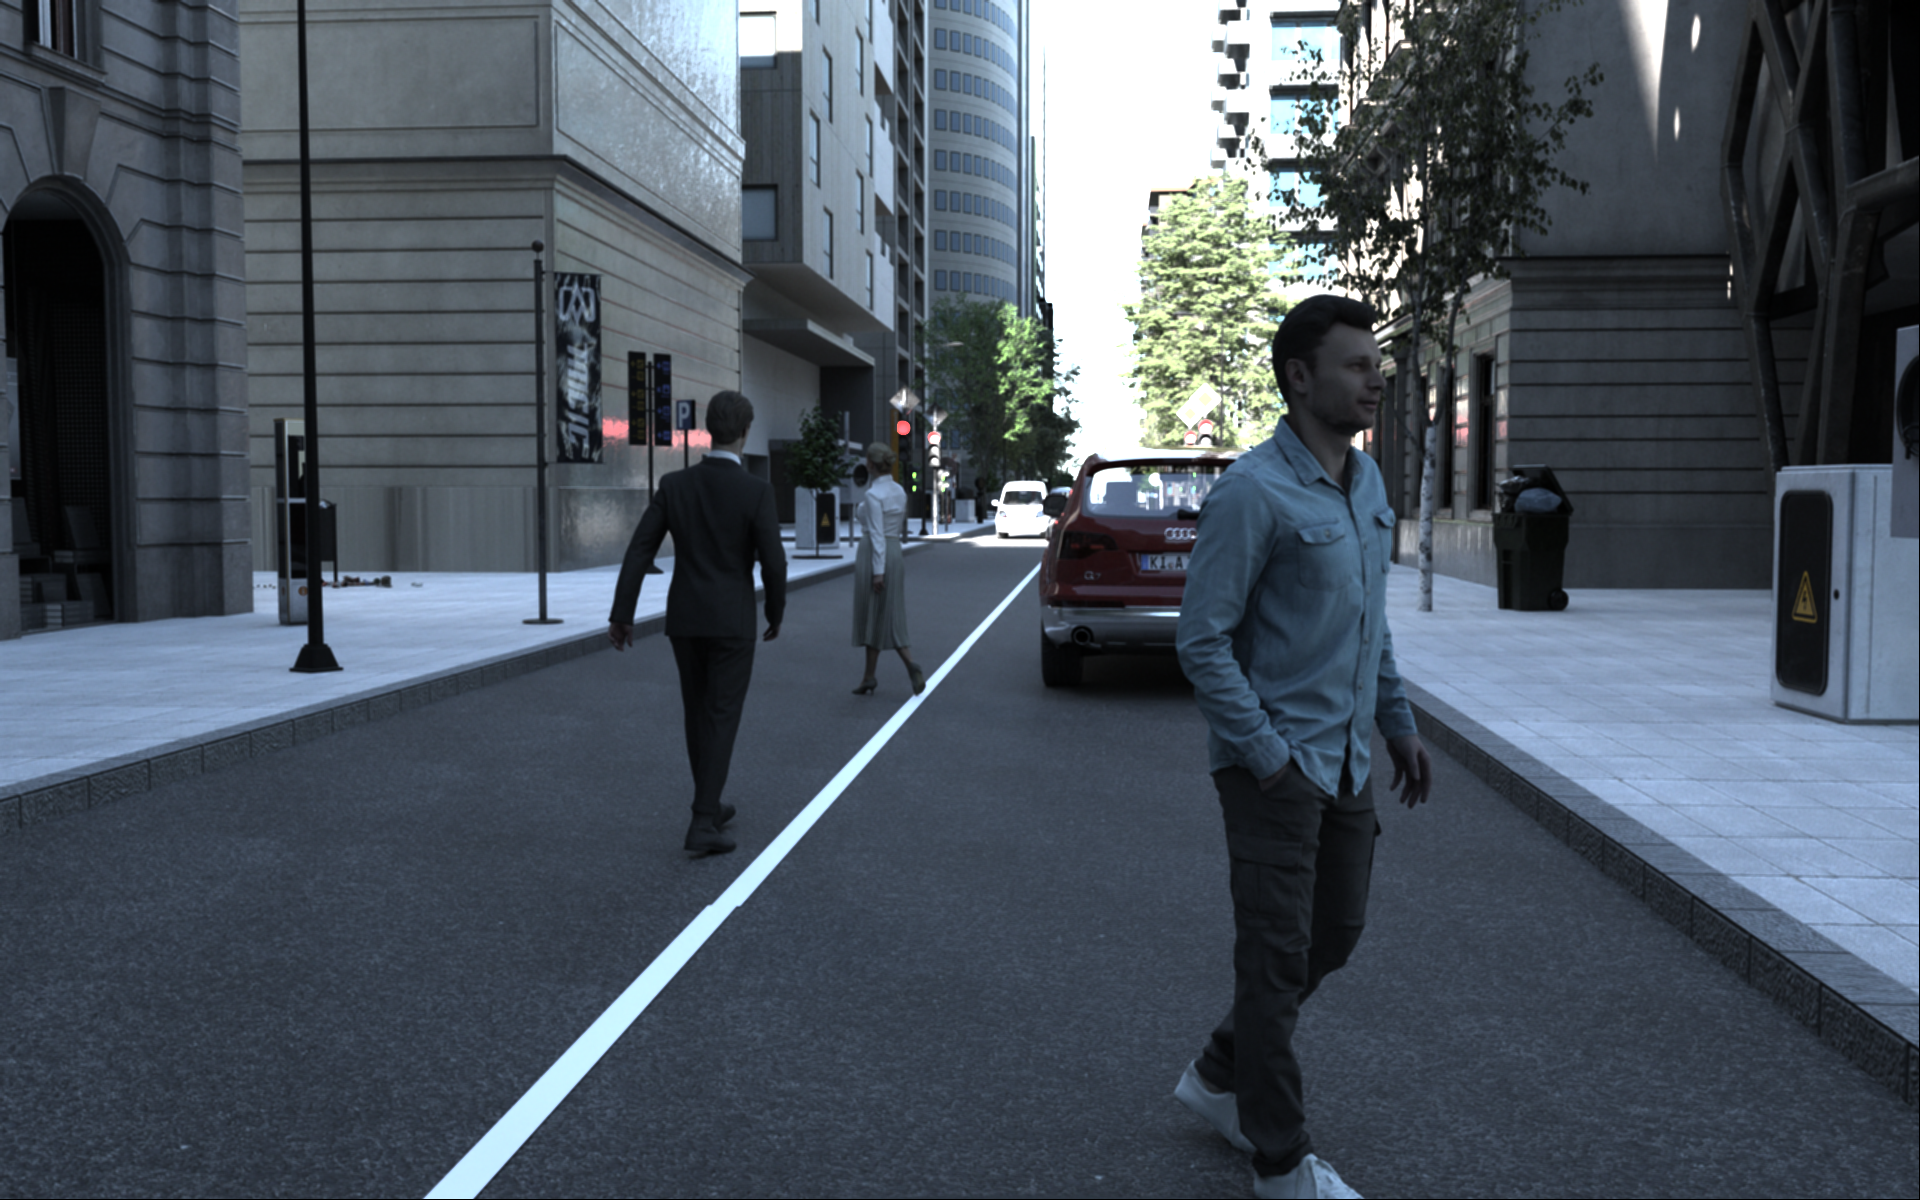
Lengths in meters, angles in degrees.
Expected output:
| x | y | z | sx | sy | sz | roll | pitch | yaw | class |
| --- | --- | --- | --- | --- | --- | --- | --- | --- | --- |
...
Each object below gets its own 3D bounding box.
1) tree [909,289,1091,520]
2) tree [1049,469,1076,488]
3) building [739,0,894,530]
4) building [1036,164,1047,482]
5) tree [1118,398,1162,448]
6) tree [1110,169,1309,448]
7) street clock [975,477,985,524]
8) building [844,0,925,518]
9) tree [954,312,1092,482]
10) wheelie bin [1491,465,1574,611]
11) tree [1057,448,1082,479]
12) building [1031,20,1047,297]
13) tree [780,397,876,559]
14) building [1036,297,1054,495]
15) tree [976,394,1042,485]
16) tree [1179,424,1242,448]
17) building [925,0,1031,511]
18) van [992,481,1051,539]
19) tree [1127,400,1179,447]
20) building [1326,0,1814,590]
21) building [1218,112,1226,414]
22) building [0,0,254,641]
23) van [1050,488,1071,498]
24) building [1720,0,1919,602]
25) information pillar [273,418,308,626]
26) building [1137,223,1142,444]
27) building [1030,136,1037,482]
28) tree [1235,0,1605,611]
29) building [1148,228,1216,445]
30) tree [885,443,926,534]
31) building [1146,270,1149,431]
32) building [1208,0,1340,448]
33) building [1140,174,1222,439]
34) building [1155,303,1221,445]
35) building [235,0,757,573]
| x | y | z | sx | sy | sz | roll | pitch | yaw | class |
| --- | --- | --- | --- | --- | --- | --- | --- | --- | --- |
| 1.214 | -9.894 | 87.518 | 9.928 | 11.665 | 9.643 | 0 | 3 | 0 | tree |
| 14.938 | -15.861 | 243.039 | 4.285 | 4.588 | 4.351 | 0 | 3 | 0 | tree |
| -17.258 | -29.291 | 68.148 | 28.713 | 52.752 | 27.495 | 0 | 4 | 5 | building |
| -0.593 | -37.265 | 228.885 | 23.786 | 49.044 | 30.456 | 0 | 4 | 5 | building |
| 14.189 | -11.127 | 132.290 | 4.737 | 8.622 | 4.395 | 0 | 3 | 0 | tree |
| 8.783 | -8.764 | 61.418 | 7.486 | 12.596 | 7.792 | 0 | 3 | 0 | tree |
| 0.877 | -4.339 | 75.508 | 0.358 | 2.002 | 0.471 | 3 | 5 | 41 | street clock |
| -10.513 | -40.611 | 102.241 | 20.563 | 71.187 | 20.611 | 0 | 4 | 5 | building |
| 4.087 | -13.108 | 120.978 | 9.857 | 13.997 | 8.962 | 0 | 3 | 0 | tree |
| 6.316 | -0.688 | 19.152 | 0.693 | 1.594 | 0.980 | -1 | 4 | -17 | wheelie bin |
| 17.303 | -21.539 | 286.574 | 8.767 | 10.594 | 7.601 | -1 | 4 | -19 | tree |
| 5.135 | -50.755 | 268.098 | 20.563 | 71.187 | 20.611 | 0 | 4 | 5 | building |
| -2.732 | -2.447 | 34.613 | 1.663 | 3.219 | 1.824 | 0 | 3 | 0 | tree |
| 6.405 | -29.326 | 251.180 | 14.160 | 30.474 | 14.107 | 0 | 4 | 5 | building |
| 3.257 | -9.934 | 112.785 | 4.737 | 8.622 | 4.395 | 0 | 3 | 0 | tree |
| 10.085 | -5.369 | 71.492 | 4.285 | 4.588 | 4.351 | 0 | 3 | 0 | tree |
| -4.140 | -38.458 | 170.791 | 21.231 | 58.520 | 28.212 | 0 | 4 | 5 | building |
| 2.085 | -3.018 | 56.348 | 2.013 | 2.044 | 4.112 | 0 | 4 | 5 | van |
| 13.726 | -10.319 | 119.070 | 4.360 | 8.622 | 3.978 | 0 | 3 | 0 | tree |
| 12.762 | -10.212 | 31.595 | 10.561 | 19.102 | 19.286 | 0 | 4 | 5 | building |
| 34.286 | -27.558 | 142.450 | 32.217 | 40.220 | 23.993 | 0 | 4 | 5 | building |
| -14.488 | -10.114 | 7.164 | 13.314 | 21.916 | 24.055 | 0 | 4 | 5 | building |
| 6.397 | -6.294 | 109.918 | 2.013 | 2.044 | 4.112 | 0 | 4 | 5 | van |
| 15.598 | -8.920 | 13.287 | 16.820 | 18.784 | 16.811 | 0 | 4 | 5 | building |
| -6.501 | -0.763 | 16.975 | 0.304 | 2.012 | 0.304 | -3 | 5 | -39 | information pillar |
| 38.962 | -37.645 | 270.111 | 22.147 | 44.769 | 28.867 | 0 | 4 | 5 | building |
| 1.186 | -31.130 | 192.562 | 14.154 | 41.232 | 14.086 | 0 | 4 | 5 | building |
| 5.104 | -4.197 | 18.981 | 4.360 | 8.622 | 3.978 | 0 | 3 | 0 | tree |
| 28.525 | -25.730 | 192.393 | 14.160 | 30.474 | 14.107 | 0 | 4 | 5 | building |
| -2.167 | -3.774 | 56.303 | 1.663 | 3.219 | 1.824 | 0 | 3 | 0 | tree |
| 30.709 | -27.408 | 219.814 | 14.160 | 30.474 | 14.107 | 0 | 4 | 5 | building |
| 25.535 | -29.156 | 96.311 | 23.786 | 49.044 | 30.456 | 0 | 4 | 5 | building |
| 36.982 | -35.849 | 240.759 | 22.147 | 44.769 | 28.867 | 0 | 4 | 5 | building |
| 33.537 | -19.918 | 170.703 | 27.650 | 21.520 | 28.899 | 0 | 4 | 5 | building |
| -20.098 | -12.396 | 35.960 | 30.059 | 22.955 | 16.112 | 0 | 4 | 5 | building |
